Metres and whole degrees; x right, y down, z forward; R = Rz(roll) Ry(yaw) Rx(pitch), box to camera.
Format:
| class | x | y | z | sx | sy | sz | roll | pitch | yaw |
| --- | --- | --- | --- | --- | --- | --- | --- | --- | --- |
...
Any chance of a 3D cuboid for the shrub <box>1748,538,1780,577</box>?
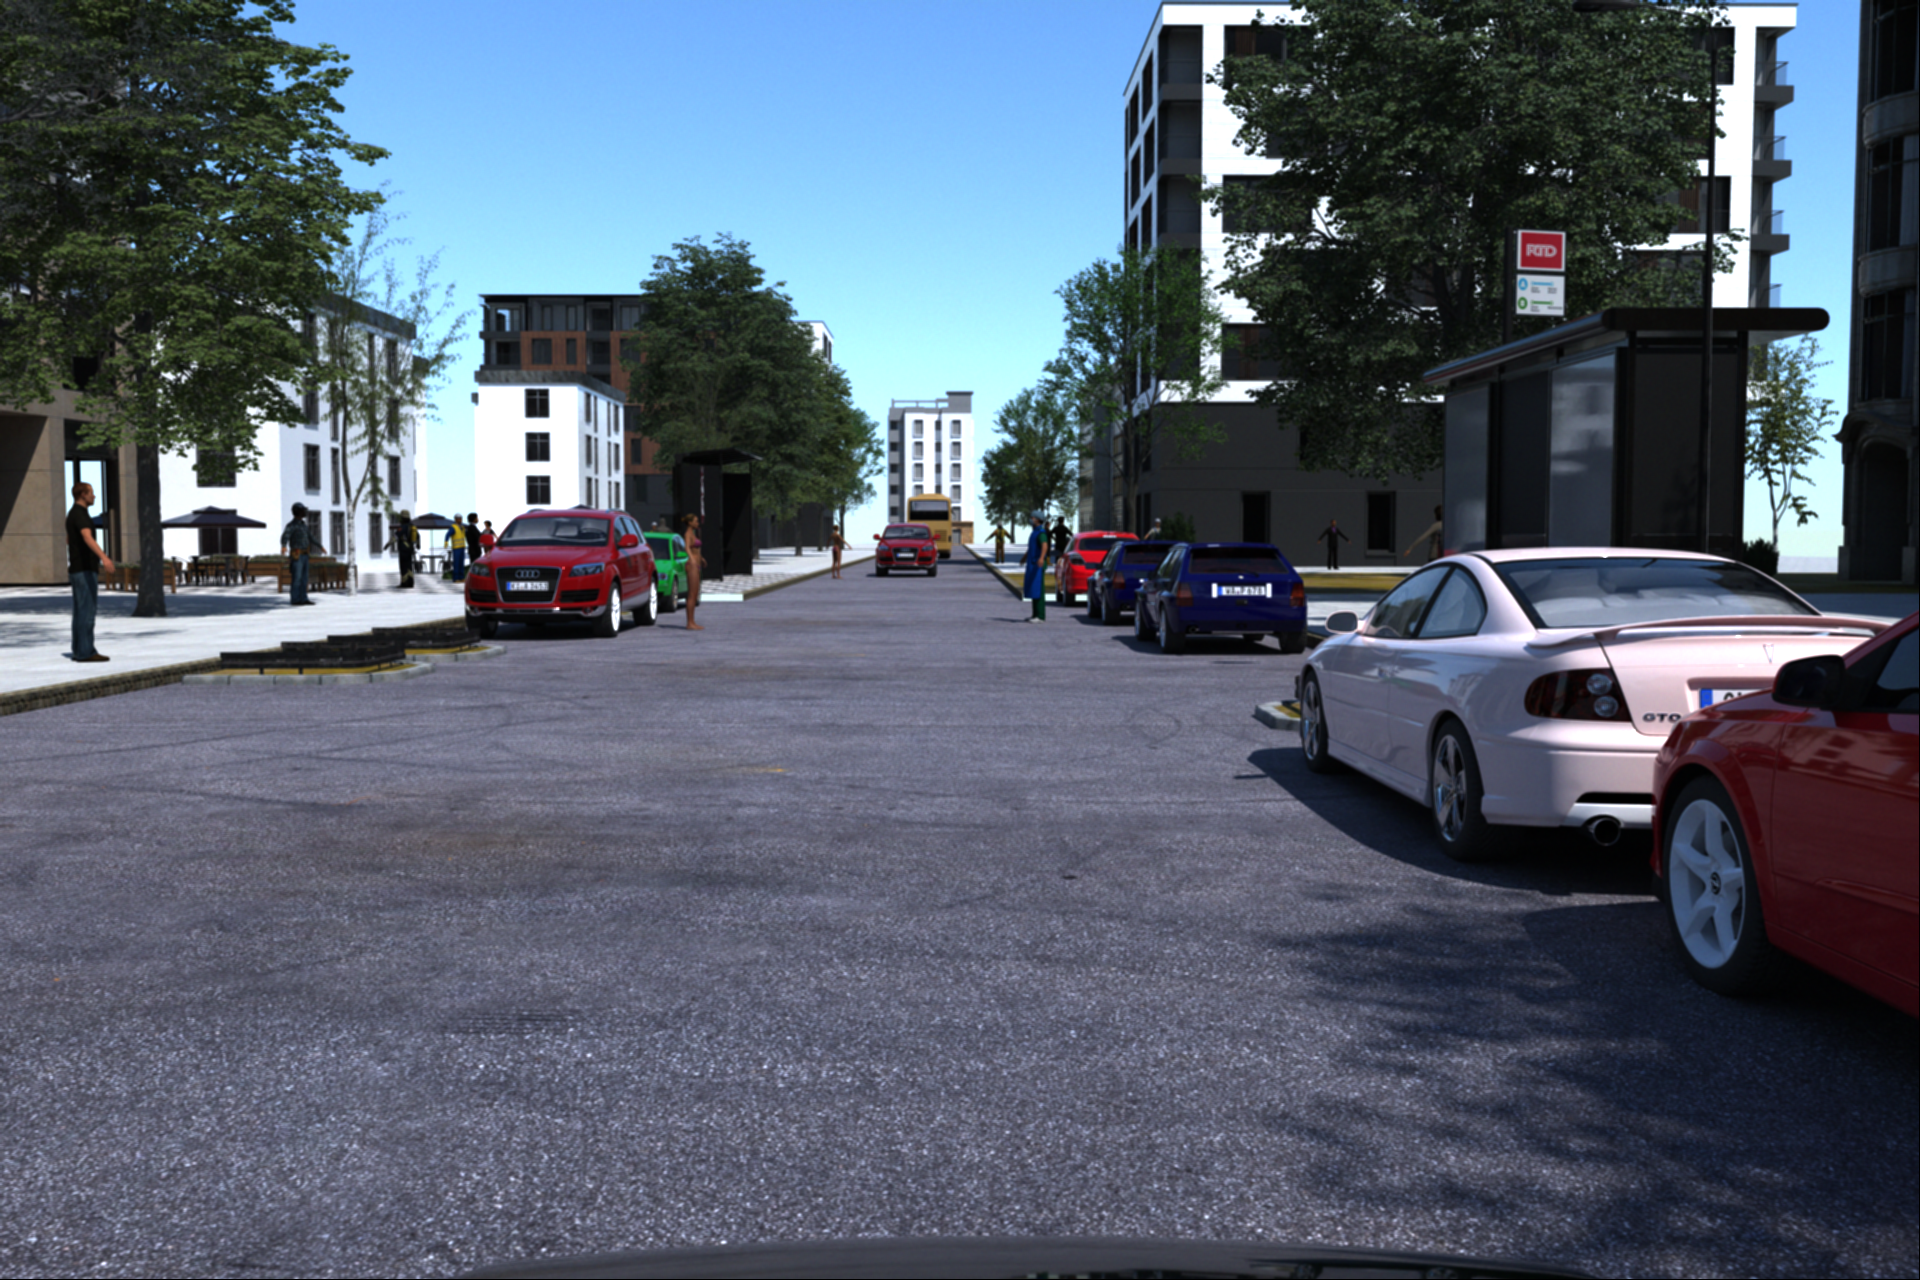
| class | x | y | z | sx | sy | sz | roll | pitch | yaw |
| --- | --- | --- | --- | --- | --- | --- | --- | --- | --- |
| shrub | 22.481 | -2.293 | 48.608 | 1.383 | 1.207 | 1.383 | 0 | 3 | 0 |

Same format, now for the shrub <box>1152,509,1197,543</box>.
| class | x | y | z | sx | sy | sz | roll | pitch | yaw |
| --- | --- | --- | --- | --- | --- | --- | --- | --- | --- |
| shrub | 6.921 | -3.132 | 55.250 | 1.661 | 2.075 | 1.752 | 0 | 3 | 0 |

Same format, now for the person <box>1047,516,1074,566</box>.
| class | x | y | z | sx | sy | sz | roll | pitch | yaw |
| --- | --- | --- | --- | --- | --- | --- | --- | --- | --- |
| person | 2.954 | -2.704 | 50.392 | 1.347 | 1.806 | 0.705 | 2 | 4 | 31 |

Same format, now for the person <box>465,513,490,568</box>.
| class | x | y | z | sx | sy | sz | roll | pitch | yaw |
| --- | --- | --- | --- | --- | --- | --- | --- | --- | --- |
| person | -10.438 | -1.883 | 37.503 | 0.721 | 1.740 | 1.216 | -2 | 4 | -33 |

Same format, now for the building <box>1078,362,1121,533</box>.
| class | x | y | z | sx | sy | sz | roll | pitch | yaw |
| --- | --- | --- | --- | --- | --- | --- | --- | --- | --- |
| building | 22.311 | -21.316 | 179.437 | 19.493 | 23.208 | 18.063 | 0 | 4 | -1 |

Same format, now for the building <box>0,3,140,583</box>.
| class | x | y | z | sx | sy | sz | roll | pitch | yaw |
| --- | --- | --- | --- | --- | --- | --- | --- | --- | --- |
| building | -31.519 | -13.774 | 28.406 | 19.350 | 26.588 | 34.151 | 0 | 4 | 0 |

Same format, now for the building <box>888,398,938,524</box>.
| class | x | y | z | sx | sy | sz | roll | pitch | yaw |
| --- | --- | --- | --- | --- | --- | --- | --- | --- | --- |
| building | -9.330 | -22.865 | 232.715 | 11.380 | 20.090 | 16.016 | 0 | 4 | -3 |

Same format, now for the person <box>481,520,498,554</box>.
| class | x | y | z | sx | sy | sz | roll | pitch | yaw |
| --- | --- | --- | --- | --- | --- | --- | --- | --- | --- |
| person | -18.915 | -3.862 | 69.289 | 1.345 | 1.843 | 0.704 | 2 | 4 | 30 |

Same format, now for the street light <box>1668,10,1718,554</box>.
| class | x | y | z | sx | sy | sz | roll | pitch | yaw |
| --- | --- | --- | --- | --- | --- | --- | --- | --- | --- |
| street light | 7.064 | -2.604 | 15.118 | 1.470 | 5.913 | 1.316 | 0 | 4 | 0 |

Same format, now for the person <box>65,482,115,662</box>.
| class | x | y | z | sx | sy | sz | roll | pitch | yaw |
| --- | --- | --- | --- | --- | --- | --- | --- | --- | --- |
| person | -8.795 | -0.687 | 17.453 | 0.705 | 1.803 | 1.348 | -3 | 4 | -38 |

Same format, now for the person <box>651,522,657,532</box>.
| class | x | y | z | sx | sy | sz | roll | pitch | yaw |
| --- | --- | --- | --- | --- | --- | --- | --- | --- | --- |
| person | -12.743 | -4.003 | 71.910 | 1.216 | 1.772 | 0.721 | 2 | 4 | 29 |

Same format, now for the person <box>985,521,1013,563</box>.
| class | x | y | z | sx | sy | sz | roll | pitch | yaw |
| --- | --- | --- | --- | --- | --- | --- | --- | --- | --- |
| person | 1.732 | -4.276 | 75.673 | 1.354 | 1.858 | 0.705 | -2 | 4 | -24 |

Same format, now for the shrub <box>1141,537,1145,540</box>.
| class | x | y | z | sx | sy | sz | roll | pitch | yaw |
| --- | --- | --- | --- | --- | --- | --- | --- | --- | --- |
| shrub | 5.590 | -2.529 | 52.468 | 1.383 | 1.207 | 1.383 | 0 | 3 | 0 |

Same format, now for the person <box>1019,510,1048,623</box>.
| class | x | y | z | sx | sy | sz | roll | pitch | yaw |
| --- | --- | --- | --- | --- | --- | --- | --- | --- | --- |
| person | 1.222 | -1.193 | 28.084 | 0.704 | 1.817 | 1.347 | -1 | 4 | -11 |

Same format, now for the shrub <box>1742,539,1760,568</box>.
| class | x | y | z | sx | sy | sz | roll | pitch | yaw |
| --- | --- | --- | --- | --- | --- | --- | --- | --- | --- |
| shrub | 19.167 | -1.934 | 42.733 | 1.383 | 1.207 | 1.383 | 0 | 3 | 0 |

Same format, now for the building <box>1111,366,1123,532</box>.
| class | x | y | z | sx | sy | sz | roll | pitch | yaw |
| --- | --- | --- | --- | --- | --- | --- | --- | --- | --- |
| building | 24.148 | -20.133 | 160.111 | 19.493 | 23.208 | 18.063 | 0 | 4 | 0 |

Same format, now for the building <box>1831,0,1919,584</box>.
| class | x | y | z | sx | sy | sz | roll | pitch | yaw |
| --- | --- | --- | --- | --- | --- | --- | --- | --- | --- |
| building | 29.002 | -12.878 | 27.201 | 14.369 | 24.946 | 33.146 | 0 | 4 | 0 |

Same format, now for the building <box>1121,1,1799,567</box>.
| class | x | y | z | sx | sy | sz | roll | pitch | yaw |
| --- | --- | --- | --- | --- | --- | --- | --- | --- | --- |
| building | 21.507 | -14.638 | 83.301 | 27.936 | 21.610 | 32.646 | 0 | 4 | -1 |

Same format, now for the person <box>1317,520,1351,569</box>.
| class | x | y | z | sx | sy | sz | roll | pitch | yaw |
| --- | --- | --- | --- | --- | --- | --- | --- | --- | --- |
| person | 13.538 | -3.461 | 62.812 | 1.346 | 1.802 | 0.704 | -1 | 4 | -16 |

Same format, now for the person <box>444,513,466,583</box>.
| class | x | y | z | sx | sy | sz | roll | pitch | yaw |
| --- | --- | --- | --- | --- | --- | --- | --- | --- | --- |
| person | -13.150 | -2.418 | 45.505 | 0.705 | 1.833 | 1.349 | 1 | 4 | 22 |

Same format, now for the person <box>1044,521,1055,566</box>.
| class | x | y | z | sx | sy | sz | roll | pitch | yaw |
| --- | --- | --- | --- | --- | --- | --- | --- | --- | --- |
| person | 3.598 | -3.941 | 70.573 | 0.704 | 1.812 | 1.346 | -1 | 4 | -21 |

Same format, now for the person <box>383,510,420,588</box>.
| class | x | y | z | sx | sy | sz | roll | pitch | yaw |
| --- | --- | --- | --- | --- | --- | --- | --- | --- | --- |
| person | -13.148 | -2.155 | 41.015 | 0.705 | 1.856 | 1.354 | 1 | 4 | 17 |

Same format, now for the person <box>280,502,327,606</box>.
| class | x | y | z | sx | sy | sz | roll | pitch | yaw |
| --- | --- | --- | --- | --- | --- | --- | --- | --- | --- |
| person | -11.847 | -1.547 | 31.131 | 0.704 | 1.849 | 1.345 | 1 | 4 | 11 |

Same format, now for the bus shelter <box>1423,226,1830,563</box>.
| class | x | y | z | sx | sy | sz | roll | pitch | yaw |
| --- | --- | --- | --- | --- | --- | --- | --- | --- | --- |
| bus shelter | 6.951 | -2.613 | 20.361 | 2.179 | 5.291 | 8.768 | 0 | 4 | -1 |

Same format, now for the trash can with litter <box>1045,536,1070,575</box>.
| class | x | y | z | sx | sy | sz | roll | pitch | yaw |
| --- | --- | --- | --- | --- | --- | --- | --- | --- | --- |
| trash can with litter | 3.283 | -2.609 | 53.723 | 1.678 | 1.210 | 2.233 | 0 | 4 | -1 |

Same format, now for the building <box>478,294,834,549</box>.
| class | x | y | z | sx | sy | sz | roll | pitch | yaw |
| --- | --- | --- | --- | --- | --- | --- | --- | --- | --- |
| building | -27.057 | -19.585 | 164.182 | 27.936 | 21.610 | 32.646 | 0 | 3 | 0 |

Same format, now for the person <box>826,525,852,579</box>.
| class | x | y | z | sx | sy | sz | roll | pitch | yaw |
| --- | --- | --- | --- | --- | --- | --- | --- | --- | --- |
| person | -3.922 | -2.851 | 55.873 | 0.721 | 1.733 | 1.217 | -3 | 5 | -44 |

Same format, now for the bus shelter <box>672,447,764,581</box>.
| class | x | y | z | sx | sy | sz | roll | pitch | yaw |
| --- | --- | --- | --- | --- | --- | --- | --- | --- | --- |
| bus shelter | -6.915 | -3.594 | 50.053 | 1.731 | 3.624 | 6.357 | 0 | 4 | 1 |

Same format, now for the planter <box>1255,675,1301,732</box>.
| class | x | y | z | sx | sy | sz | roll | pitch | yaw |
| --- | --- | --- | --- | --- | --- | --- | --- | --- | --- |
| planter | 3.300 | 0.487 | 13.174 | 1.991 | 0.319 | 1.994 | 0 | 3 | 0 |

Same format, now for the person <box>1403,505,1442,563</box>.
| class | x | y | z | sx | sy | sz | roll | pitch | yaw |
| --- | --- | --- | --- | --- | --- | --- | --- | --- | --- |
| person | 7.495 | -1.254 | 27.257 | 1.215 | 1.744 | 0.721 | -2 | 4 | -25 |

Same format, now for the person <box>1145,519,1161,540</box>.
| class | x | y | z | sx | sy | sz | roll | pitch | yaw |
| --- | --- | --- | --- | --- | --- | --- | --- | --- | --- |
| person | 7.208 | -3.504 | 63.143 | 1.347 | 1.847 | 0.705 | -1 | 4 | -22 |

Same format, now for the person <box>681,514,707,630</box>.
| class | x | y | z | sx | sy | sz | roll | pitch | yaw |
| --- | --- | --- | --- | --- | --- | --- | --- | --- | --- |
| person | -3.948 | -1.028 | 26.061 | 0.721 | 1.733 | 1.217 | 0 | 4 | -2 |

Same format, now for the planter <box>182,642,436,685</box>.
| class | x | y | z | sx | sy | sz | roll | pitch | yaw |
| --- | --- | --- | --- | --- | --- | --- | --- | --- | --- |
| planter | -6.418 | 0.226 | 17.437 | 1.991 | 0.319 | 1.994 | 0 | 4 | -1 |

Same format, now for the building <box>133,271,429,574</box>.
| class | x | y | z | sx | sy | sz | roll | pitch | yaw |
| --- | --- | --- | --- | --- | --- | --- | --- | --- | --- |
| building | -26.296 | -7.788 | 69.480 | 9.099 | 9.664 | 28.070 | 0 | 3 | 0 |

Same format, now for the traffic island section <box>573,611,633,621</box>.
| class | x | y | z | sx | sy | sz | roll | pitch | yaw |
| --- | --- | --- | --- | --- | --- | --- | --- | --- | --- |
| traffic island section | -6.488 | -0.406 | 29.499 | 1.991 | 0.108 | 1.994 | 0 | 4 | 0 |

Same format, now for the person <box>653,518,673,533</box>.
| class | x | y | z | sx | sy | sz | roll | pitch | yaw |
| --- | --- | --- | --- | --- | --- | --- | --- | --- | --- |
| person | -9.865 | -3.137 | 57.419 | 1.348 | 1.813 | 0.705 | -1 | 4 | -17 |

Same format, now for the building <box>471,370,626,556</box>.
| class | x | y | z | sx | sy | sz | roll | pitch | yaw |
| --- | --- | --- | --- | --- | --- | --- | --- | --- | --- |
| building | -24.389 | -9.839 | 103.013 | 9.099 | 9.664 | 28.070 | 0 | 4 | -1 |
